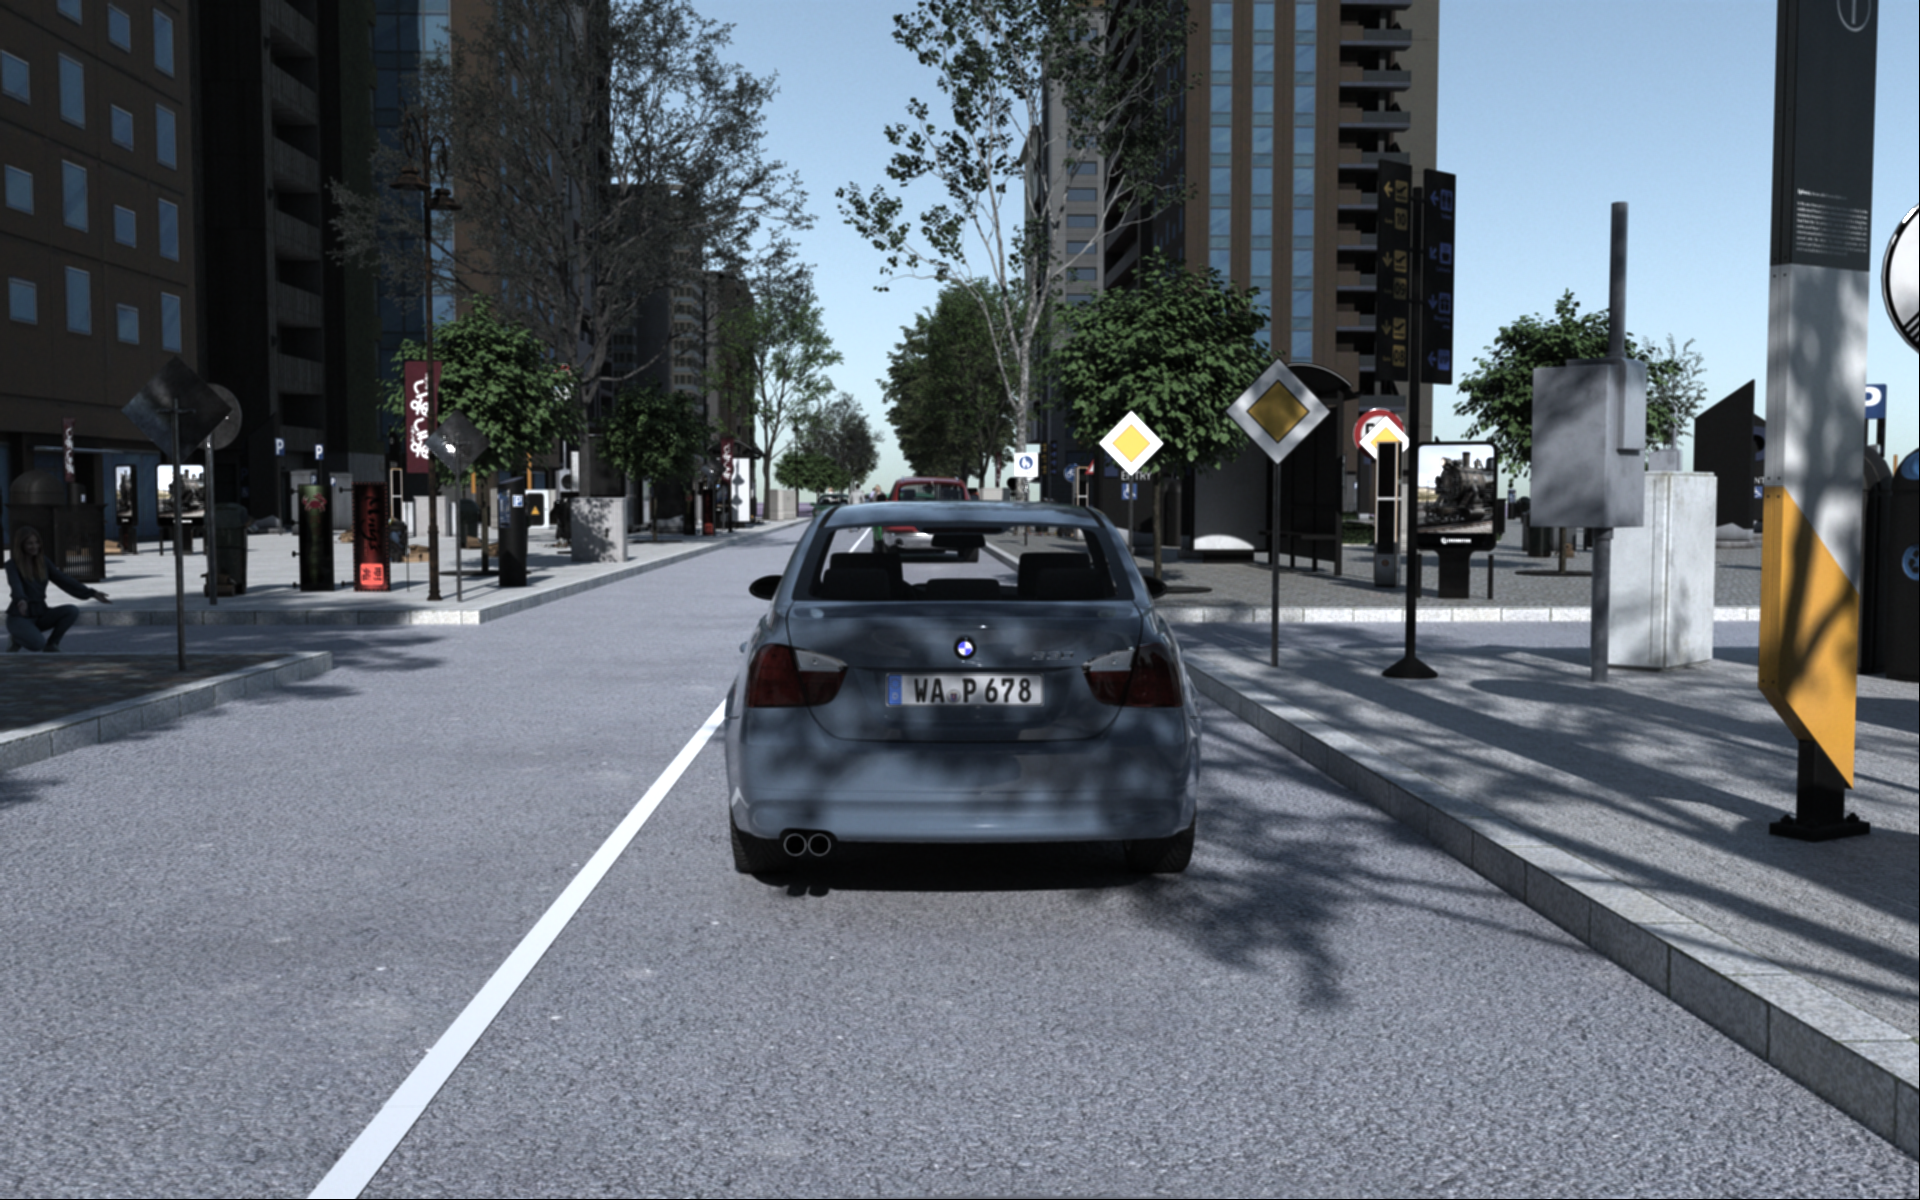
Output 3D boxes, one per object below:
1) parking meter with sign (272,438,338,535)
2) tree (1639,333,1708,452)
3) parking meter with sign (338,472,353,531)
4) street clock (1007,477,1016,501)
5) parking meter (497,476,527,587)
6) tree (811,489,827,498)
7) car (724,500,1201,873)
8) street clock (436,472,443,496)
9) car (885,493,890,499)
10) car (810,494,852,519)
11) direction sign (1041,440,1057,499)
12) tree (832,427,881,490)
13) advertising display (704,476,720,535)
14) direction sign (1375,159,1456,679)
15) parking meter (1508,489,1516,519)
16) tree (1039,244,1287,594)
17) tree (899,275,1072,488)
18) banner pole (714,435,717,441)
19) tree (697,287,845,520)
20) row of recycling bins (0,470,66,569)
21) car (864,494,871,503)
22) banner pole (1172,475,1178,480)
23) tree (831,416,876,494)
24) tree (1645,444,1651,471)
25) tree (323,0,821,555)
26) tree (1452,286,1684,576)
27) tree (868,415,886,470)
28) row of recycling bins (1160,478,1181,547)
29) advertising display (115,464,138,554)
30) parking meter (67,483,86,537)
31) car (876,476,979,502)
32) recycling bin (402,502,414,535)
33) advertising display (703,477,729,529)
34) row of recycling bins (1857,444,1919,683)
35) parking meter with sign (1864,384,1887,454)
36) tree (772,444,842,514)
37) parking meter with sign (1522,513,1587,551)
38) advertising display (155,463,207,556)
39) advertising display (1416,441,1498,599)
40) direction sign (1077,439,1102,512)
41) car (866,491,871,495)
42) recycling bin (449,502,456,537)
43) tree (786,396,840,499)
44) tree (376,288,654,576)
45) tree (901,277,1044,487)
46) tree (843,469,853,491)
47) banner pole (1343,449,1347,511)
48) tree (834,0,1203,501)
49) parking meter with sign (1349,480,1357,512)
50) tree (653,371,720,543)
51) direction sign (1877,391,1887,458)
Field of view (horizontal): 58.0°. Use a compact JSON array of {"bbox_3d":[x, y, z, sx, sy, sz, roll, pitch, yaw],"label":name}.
[{"bbox_3d":[-20.357,-3.516,53.745,1.738,3.016,0.543,1,4,10],"label":"parking meter with sign"},{"bbox_3d":[31.959,-7.848,78.675,4.360,8.622,3.978,0,3,0],"label":"tree"},{"bbox_3d":[-21.821,-3.971,61.187,0.543,3.016,1.738,3,4,38],"label":"parking meter with sign"},{"bbox_3d":[2.297,-4.327,75.311,0.471,2.002,0.358,2,4,29],"label":"street clock"},{"bbox_3d":[-6.227,-0.958,24.074,0.372,1.533,0.369,0,3,0],"label":"parking meter"},{"bbox_3d":[-11.411,-8.993,141.633,1.663,3.219,1.824,0,3,0],"label":"tree"},{"bbox_3d":[-0.002,0.254,7.843,2.014,1.417,4.499,0,4,0],"label":"car"},{"bbox_3d":[-16.797,-3.121,55.591,0.471,2.002,0.358,3,4,36],"label":"street clock"},{"bbox_3d":[-1.294,-2.125,43.545,1.959,1.807,4.718,0,4,-3],"label":"car"},{"bbox_3d":[-5.442,-3.886,75.337,2.131,1.459,4.920,0,4,-3],"label":"car"},{"bbox_3d":[3.764,-4.985,73.497,0.876,3.537,0.379,3,5,43],"label":"direction sign"},{"bbox_3d":[-14.666,-18.417,235.527,8.767,10.594,7.601,1,4,9],"label":"tree"},{"bbox_3d":[-7.880,-3.043,54.969,0.123,1.923,0.974,-1,4,-19],"label":"advertising display"},{"bbox_3d":[3.169,-1.229,12.093,0.876,3.537,0.379,-3,5,-41],"label":"direction sign"},{"bbox_3d":[28.000,-4.862,87.903,0.372,1.533,0.369,0,3,0],"label":"parking meter"},{"bbox_3d":[2.697,-2.398,22.925,4.285,4.588,4.351,0,3,0],"label":"tree"},{"bbox_3d":[1.187,-9.498,81.052,9.928,11.665,9.643,0,3,0],"label":"tree"},{"bbox_3d":[-10.206,-5.128,73.859,0.863,3.779,0.401,1,4,17],"label":"banner pole"},{"bbox_3d":[-9.518,-9.779,85.644,9.928,11.665,9.643,0,3,0],"label":"tree"},{"bbox_3d":[-17.185,-1.365,29.437,3.534,1.692,1.069,-2,4,-28],"label":"row of recycling bins"},{"bbox_3d":[-9.788,-10.920,190.538,2.014,1.417,4.499,0,4,-2],"label":"car"},{"bbox_3d":[10.424,-5.721,83.557,0.401,3.779,0.863,-3,5,-41],"label":"banner pole"},{"bbox_3d":[-15.502,-20.316,250.287,7.486,12.596,7.792,0,3,0],"label":"tree"},{"bbox_3d":[21.840,-3.740,55.747,1.663,3.219,1.824,0,3,0],"label":"tree"},{"bbox_3d":[-8.024,-7.727,36.710,12.009,13.543,11.850,0,3,0],"label":"tree"},{"bbox_3d":[9.608,-2.688,27.660,4.285,4.588,4.351,0,3,0],"label":"tree"},{"bbox_3d":[-13.869,-17.927,203.473,12.009,13.543,11.850,0,3,0],"label":"tree"},{"bbox_3d":[5.737,-2.136,42.030,1.069,1.692,3.534,-2,4,-26],"label":"row of recycling bins"},{"bbox_3d":[-18.105,-1.983,37.630,0.974,1.923,0.123,3,5,45],"label":"advertising display"},{"bbox_3d":[-19.713,-1.850,38.663,0.372,1.533,0.369,0,3,0],"label":"parking meter"},{"bbox_3d":[-0.684,-1.778,37.742,2.281,1.827,5.304,0,4,-3],"label":"car"},{"bbox_3d":[-17.649,-2.609,55.214,0.722,1.027,0.722,0,4,3],"label":"recycling bin"},{"bbox_3d":[-8.916,-3.554,63.324,0.974,1.923,0.123,1,4,10],"label":"advertising display"},{"bbox_3d":[6.954,-0.267,11.473,1.069,1.692,3.534,-1,4,-23],"label":"row of recycling bins"},{"bbox_3d":[14.000,-1.876,26.930,0.543,3.016,1.738,2,4,31],"label":"parking meter with sign"},{"bbox_3d":[-10.674,-7.976,114.126,4.285,4.588,4.351,0,3,0],"label":"tree"},{"bbox_3d":[13.463,-2.610,38.938,1.738,3.016,0.543,-2,4,-25],"label":"parking meter with sign"},{"bbox_3d":[-16.241,-1.892,36.155,0.974,1.923,0.123,-1,4,-13],"label":"advertising display"},{"bbox_3d":[6.075,-0.981,21.245,0.974,1.923,0.123,1,4,21],"label":"advertising display"},{"bbox_3d":[2.517,-2.388,31.038,0.876,3.537,0.379,1,4,18],"label":"direction sign"},{"bbox_3d":[-11.340,-12.883,219.438,1.959,1.807,4.718,0,4,-3],"label":"car"},{"bbox_3d":[-15.353,-2.456,52.707,0.722,1.027,0.722,2,4,30],"label":"recycling bin"},{"bbox_3d":[-10.721,-10.885,128.330,4.360,8.622,3.978,0,3,0],"label":"tree"},{"bbox_3d":[-7.712,-2.689,27.686,4.285,4.588,4.351,0,3,0],"label":"tree"},{"bbox_3d":[0.656,-10.574,91.008,7.486,12.596,7.792,0,3,0],"label":"tree"},{"bbox_3d":[-10.100,-8.435,121.618,4.285,4.588,4.351,0,3,0],"label":"tree"},{"bbox_3d":[21.162,-6.453,95.527,0.401,3.779,0.863,3,5,43],"label":"banner pole"},{"bbox_3d":[2.111,-12.357,57.924,12.611,20.169,13.585,0,3,0],"label":"tree"},{"bbox_3d":[20.340,-5.633,88.353,0.543,3.016,1.738,2,4,33],"label":"parking meter with sign"},{"bbox_3d":[-8.093,-3.814,46.077,4.285,4.588,4.351,0,3,0],"label":"tree"},{"bbox_3d":[19.970,-2.789,37.604,0.379,3.537,0.876,1,4,19],"label":"direction sign"}]
